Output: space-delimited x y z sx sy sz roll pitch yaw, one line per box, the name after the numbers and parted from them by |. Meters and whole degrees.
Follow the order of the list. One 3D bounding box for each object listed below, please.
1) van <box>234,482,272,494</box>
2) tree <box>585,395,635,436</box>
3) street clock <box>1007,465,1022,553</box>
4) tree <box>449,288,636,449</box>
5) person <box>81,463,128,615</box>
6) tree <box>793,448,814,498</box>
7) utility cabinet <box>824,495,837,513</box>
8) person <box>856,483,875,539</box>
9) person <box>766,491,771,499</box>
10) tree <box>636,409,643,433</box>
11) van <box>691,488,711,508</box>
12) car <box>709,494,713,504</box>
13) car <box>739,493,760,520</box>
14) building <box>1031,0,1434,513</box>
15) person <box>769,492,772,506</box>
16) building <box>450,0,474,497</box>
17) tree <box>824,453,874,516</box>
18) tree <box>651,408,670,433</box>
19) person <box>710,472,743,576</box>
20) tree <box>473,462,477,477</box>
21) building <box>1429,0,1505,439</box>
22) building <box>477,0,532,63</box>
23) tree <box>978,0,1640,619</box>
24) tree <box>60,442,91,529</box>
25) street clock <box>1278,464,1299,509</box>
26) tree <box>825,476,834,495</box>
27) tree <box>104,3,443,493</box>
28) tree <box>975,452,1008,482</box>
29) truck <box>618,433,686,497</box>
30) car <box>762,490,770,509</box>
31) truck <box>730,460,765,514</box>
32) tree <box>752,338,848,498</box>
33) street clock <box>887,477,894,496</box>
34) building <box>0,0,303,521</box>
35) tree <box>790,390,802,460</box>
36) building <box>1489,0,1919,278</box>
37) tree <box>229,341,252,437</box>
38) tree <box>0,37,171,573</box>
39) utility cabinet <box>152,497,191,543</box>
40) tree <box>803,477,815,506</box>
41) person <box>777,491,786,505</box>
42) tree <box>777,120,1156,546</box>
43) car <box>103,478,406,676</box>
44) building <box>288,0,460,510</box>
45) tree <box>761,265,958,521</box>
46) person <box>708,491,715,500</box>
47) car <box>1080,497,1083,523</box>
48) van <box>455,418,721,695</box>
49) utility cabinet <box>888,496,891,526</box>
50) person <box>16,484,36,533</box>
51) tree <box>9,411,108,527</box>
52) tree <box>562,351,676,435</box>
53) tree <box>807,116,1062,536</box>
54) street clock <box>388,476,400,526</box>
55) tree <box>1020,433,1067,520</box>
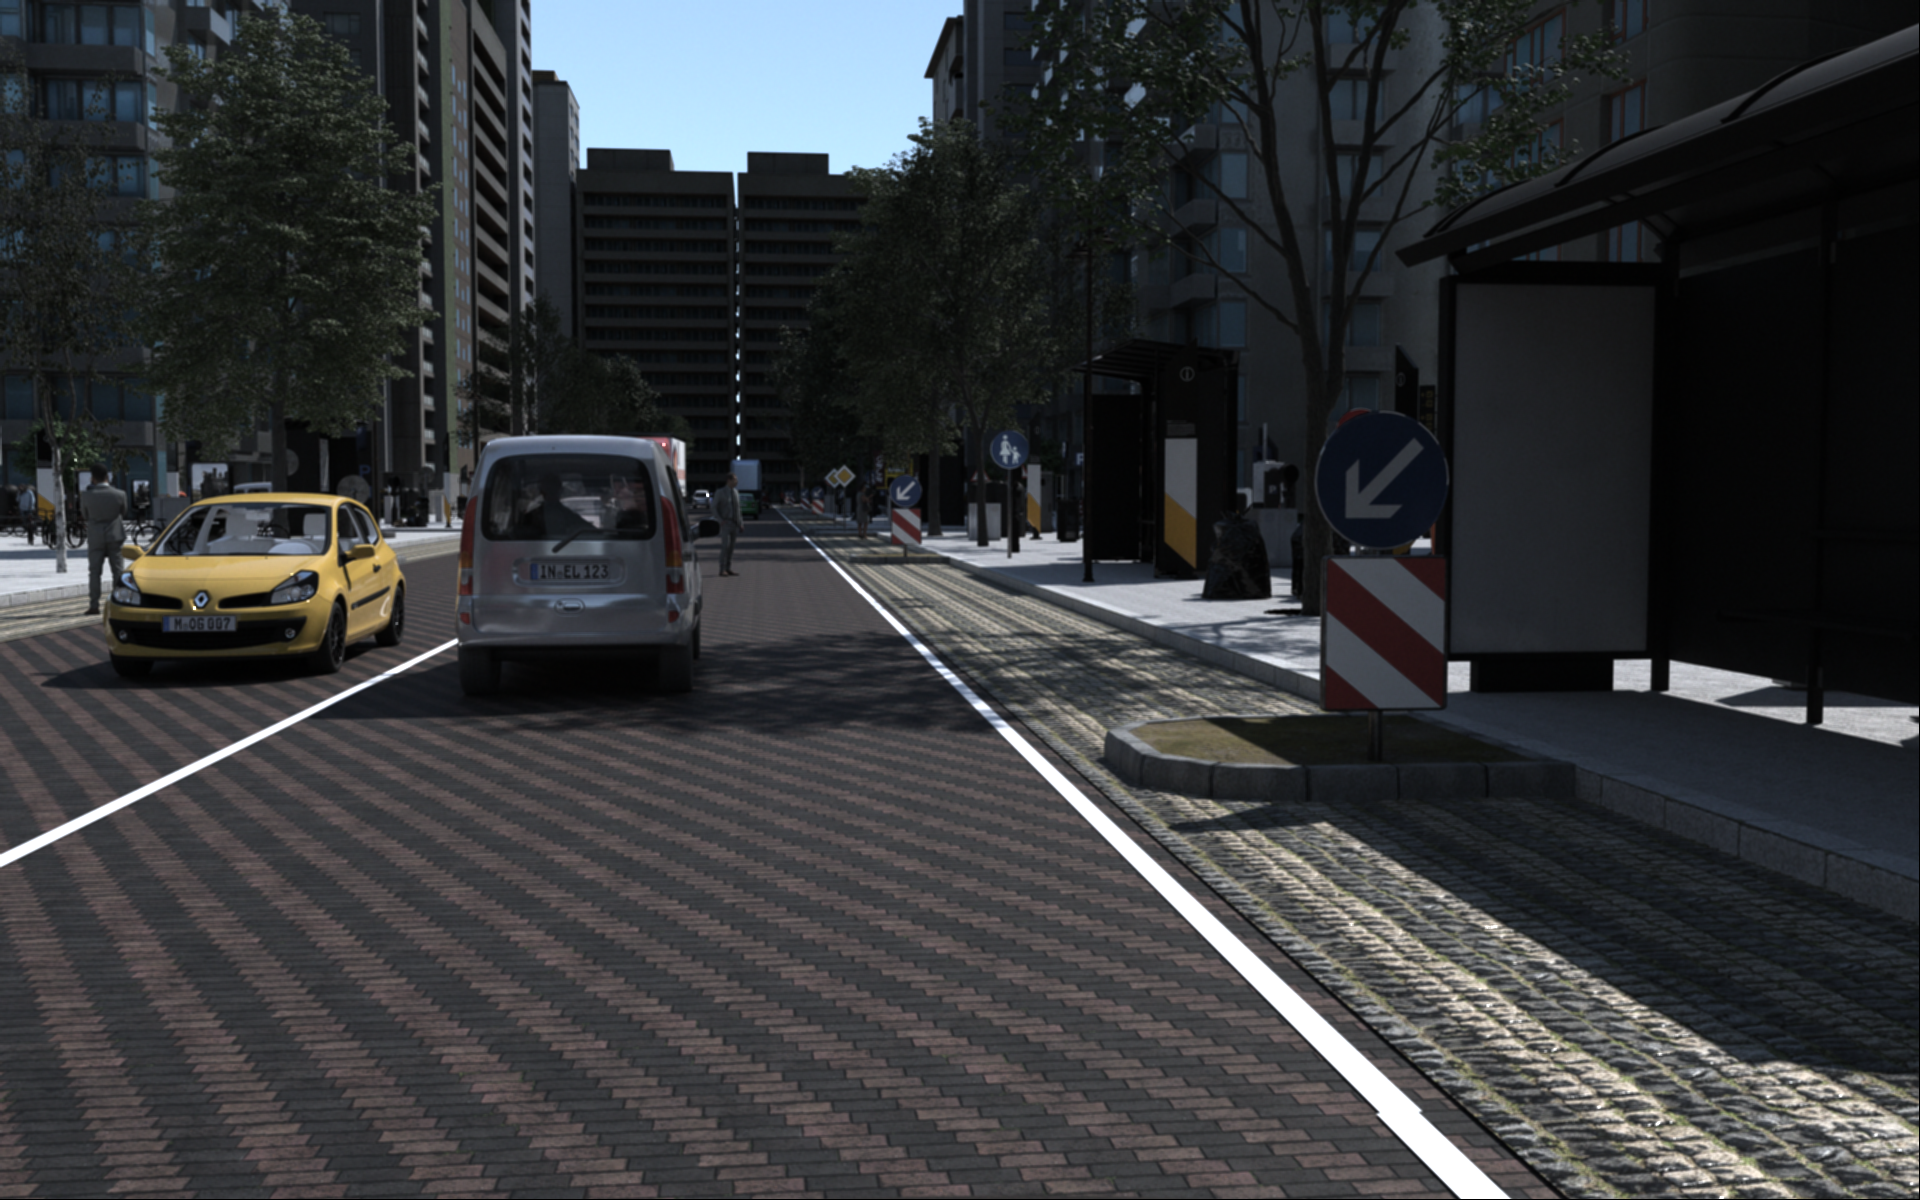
-24.795 -3.242 60.022 4.112 2.044 2.013 0 4 -7 | van
-25.233 -10.586 123.446 4.360 8.622 3.978 0 3 0 | tree
1.196 -2.043 37.978 0.358 2.002 0.471 -1 4 -14 | street clock
-19.457 -8.781 77.984 7.601 10.594 8.767 0 4 1 | tree
-10.191 -0.730 20.624 0.511 1.800 0.466 -3 5 -43 | person
-15.932 -14.245 183.266 4.737 8.622 4.395 0 3 0 | tree
-8.636 -6.463 116.838 1.020 1.237 0.306 0 4 8 | utility cabinet
-2.959 -2.787 54.433 0.532 1.782 0.716 -1 4 -20 | person
-19.497 -10.225 176.194 0.721 1.766 1.217 1 4 11 | person
-23.203 -10.561 107.078 8.767 10.594 7.601 2 4 24 | tree
-26.845 -10.573 179.872 2.013 2.044 4.112 0 4 -5 | van
-30.027 -12.377 211.946 1.945 1.707 3.694 0 4 -8 | car
-12.313 -5.458 98.036 1.959 1.807 4.718 0 4 -6 | car
17.502 -31.121 128.436 23.786 49.044 30.456 0 4 -7 | building
-23.875 -12.676 216.427 0.721 1.739 1.217 3 4 36 | person
-48.891 -30.196 143.807 14.600 45.320 14.200 0 4 -7 | building
-6.334 -7.229 101.900 4.285 4.588 4.351 0 3 0 | tree
-35.672 -17.410 210.416 9.928 11.665 9.643 0 3 0 | tree
-4.076 -1.335 30.432 0.391 1.810 0.635 2 4 27 | person
-34.840 -8.909 129.374 4.285 4.588 4.351 0 3 0 | tree
23.751 -28.878 91.762 30.456 49.044 23.786 0 4 -7 | building
-60.829 -39.443 186.897 28.212 58.520 21.231 0 4 -7 | building
3.827 -5.652 18.168 9.928 11.665 9.643 0 3 0 | tree
-33.328 -4.291 64.759 1.663 3.219 1.824 0 3 0 | tree
8.031 -2.313 42.387 0.471 2.002 0.358 -2 4 -28 | street clock
-10.050 -11.290 134.959 4.360 8.622 3.978 0 3 0 | tree
-15.690 -7.496 40.682 7.486 12.596 7.792 0 3 0 | tree
1.209 -5.045 77.089 1.663 3.219 1.824 0 3 0 | tree
-14.522 -5.648 81.266 2.839 4.237 11.283 0 4 -5 | truck
-19.258 -9.591 165.480 2.281 1.827 5.304 0 4 -6 | car
-16.151 -8.557 129.659 2.967 4.110 18.799 0 4 -6 | truck
-18.258 -21.371 205.297 12.611 20.169 13.585 0 3 0 | tree
-2.965 -4.272 74.410 0.358 2.002 0.471 1 4 15 | street clock
-49.355 -28.959 93.091 23.786 49.044 30.456 0 4 -7 | building
-8.798 -12.780 127.083 7.486 12.596 7.792 0 3 0 | tree
28.742 -11.360 30.777 27.650 21.520 28.899 0 4 -7 | building
-33.655 -7.749 77.056 4.360 8.622 3.978 0 3 0 | tree
-14.643 -4.737 27.805 4.360 8.622 3.978 0 3 0 | tree
-17.568 -1.693 38.849 0.306 1.237 1.020 2 4 26 | utility cabinet
-16.292 -11.783 187.253 1.663 3.219 1.824 0 3 0 | tree
-20.645 -11.765 200.787 1.348 1.831 0.705 -3 5 -41 | person
0.625 -6.617 42.604 8.767 10.594 7.601 0 4 6 | tree
-5.972 -0.289 14.948 2.015 1.641 3.980 0 4 -7 | car
-46.131 -27.277 129.570 14.154 41.232 14.086 0 4 -7 | building
-4.869 -10.227 84.217 9.611 12.733 9.660 0 3 0 | tree
-24.626 -10.041 173.394 1.217 1.735 0.721 -2 4 -28 | person
6.977 -3.391 64.113 5.304 1.827 2.281 0 4 -5 | car
-2.927 -0.416 13.809 2.013 2.044 4.112 0 4 -7 | van
-2.691 -3.610 70.187 0.306 1.237 1.020 -1 4 -13 | utility cabinet
-32.255 -3.129 59.917 0.793 1.790 0.793 -2 4 -31 | person
-35.386 -5.159 68.055 4.285 4.588 4.351 0 3 0 | tree
-27.581 -13.615 139.619 9.611 12.733 9.660 0 3 0 | tree
-0.652 -8.201 52.208 7.486 12.596 7.792 0 3 0 | tree
-22.541 -3.942 69.022 0.358 2.002 0.471 1 4 18 | street clock
3.659 -6.225 85.486 4.285 4.588 4.351 0 3 0 | tree
